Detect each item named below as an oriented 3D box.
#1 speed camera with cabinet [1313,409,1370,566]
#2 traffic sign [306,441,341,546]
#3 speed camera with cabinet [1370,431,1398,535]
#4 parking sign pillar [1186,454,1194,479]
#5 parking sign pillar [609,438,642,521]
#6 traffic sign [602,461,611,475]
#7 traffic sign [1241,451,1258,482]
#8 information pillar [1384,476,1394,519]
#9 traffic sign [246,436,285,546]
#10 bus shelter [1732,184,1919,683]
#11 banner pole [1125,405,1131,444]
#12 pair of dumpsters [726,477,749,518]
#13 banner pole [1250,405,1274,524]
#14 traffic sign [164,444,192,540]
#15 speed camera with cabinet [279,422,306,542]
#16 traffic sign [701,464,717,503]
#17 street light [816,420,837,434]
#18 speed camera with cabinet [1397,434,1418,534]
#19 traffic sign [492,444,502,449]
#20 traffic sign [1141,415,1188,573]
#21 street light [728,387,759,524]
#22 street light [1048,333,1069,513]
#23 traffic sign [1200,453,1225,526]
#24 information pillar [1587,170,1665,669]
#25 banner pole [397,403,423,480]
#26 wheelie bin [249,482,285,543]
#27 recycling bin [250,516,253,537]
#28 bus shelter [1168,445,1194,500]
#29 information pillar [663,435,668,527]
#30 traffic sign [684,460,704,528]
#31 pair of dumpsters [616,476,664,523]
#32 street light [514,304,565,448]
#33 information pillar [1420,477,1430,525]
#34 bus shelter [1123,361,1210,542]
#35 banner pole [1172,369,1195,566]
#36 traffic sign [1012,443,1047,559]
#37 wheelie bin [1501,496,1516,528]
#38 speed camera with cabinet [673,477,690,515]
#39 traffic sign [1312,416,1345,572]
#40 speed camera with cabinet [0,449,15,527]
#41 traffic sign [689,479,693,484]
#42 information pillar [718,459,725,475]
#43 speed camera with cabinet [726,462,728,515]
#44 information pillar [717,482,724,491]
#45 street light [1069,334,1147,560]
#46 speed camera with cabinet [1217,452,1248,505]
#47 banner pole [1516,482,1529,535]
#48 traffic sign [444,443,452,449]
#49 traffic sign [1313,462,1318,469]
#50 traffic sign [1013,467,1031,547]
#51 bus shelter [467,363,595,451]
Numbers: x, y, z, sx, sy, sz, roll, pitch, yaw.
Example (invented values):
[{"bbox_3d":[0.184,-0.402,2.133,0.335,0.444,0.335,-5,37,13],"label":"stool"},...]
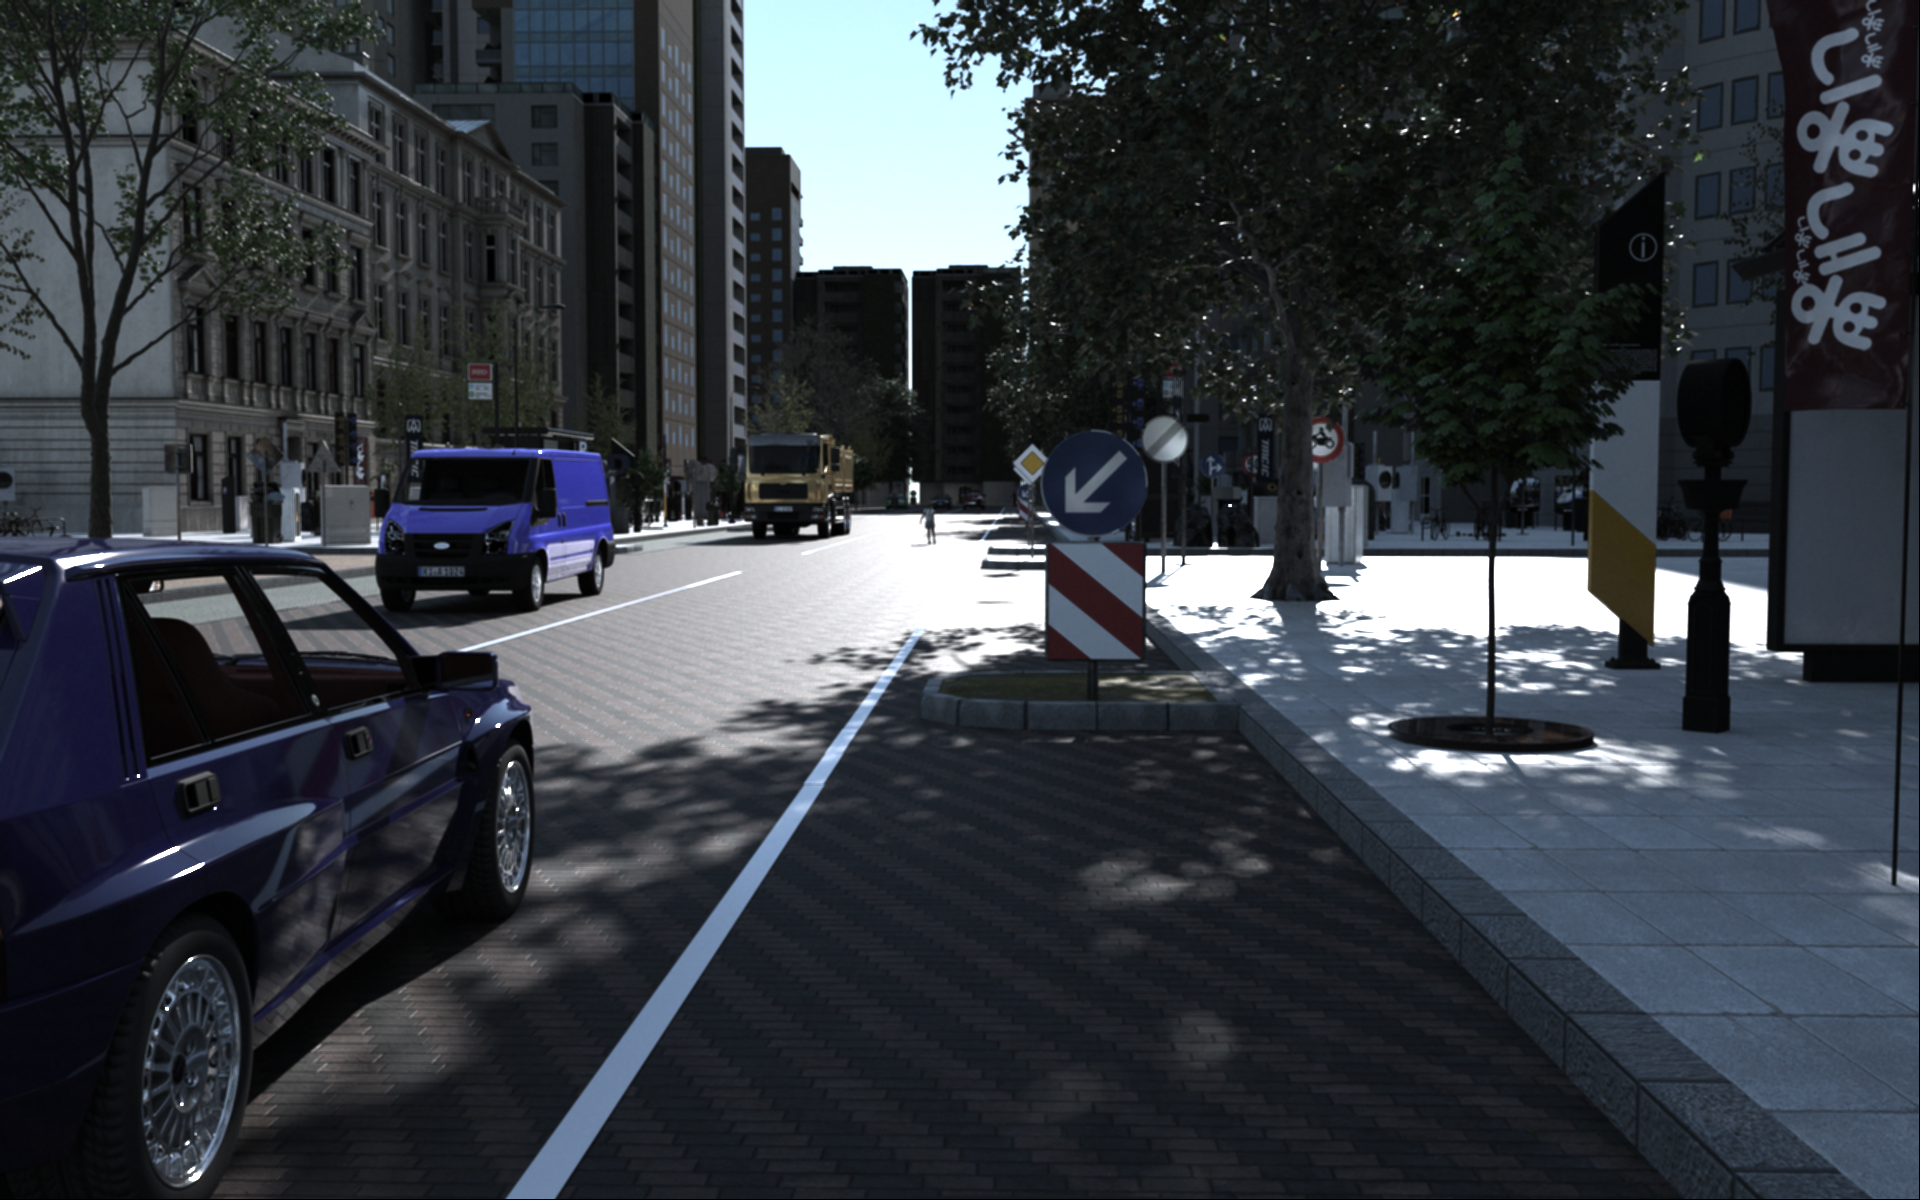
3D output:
[{"bbox_3d":[6.925,-2.277,31.573,0.660,3.252,2.038,1,4,21],"label":"speed camera with cabinet"},{"bbox_3d":[-15.559,-2.589,42.331,0.884,2.594,0.081,0,4,7],"label":"traffic sign"},{"bbox_3d":[12.521,-3.632,53.727,2.038,3.252,0.660,-2,4,-34],"label":"speed camera with cabinet"},{"bbox_3d":[15.395,-7.843,116.708,1.447,3.967,1.447,0,4,-6],"label":"parking sign pillar"},{"bbox_3d":[-16.231,-5.791,83.158,1.447,3.967,1.447,2,4,24],"label":"parking sign pillar"},{"bbox_3d":[-8.963,-2.377,42.501,0.795,2.450,0.064,0,4,2],"label":"traffic sign"},{"bbox_3d":[8.781,-3.158,51.736,0.768,2.556,0.104,0,4,7],"label":"traffic sign"},{"bbox_3d":[17.348,-4.010,70.051,0.304,2.012,0.304,-3,5,-43],"label":"information pillar"},{"bbox_3d":[-13.778,-2.030,34.373,0.795,2.450,0.064,0,4,6],"label":"traffic sign"},{"bbox_3d":[6.263,-0.938,9.252,2.014,3.302,5.546,0,4,2],"label":"bus shelter"},{"bbox_3d":[4.167,-3.223,42.709,0.863,3.779,0.401,-1,4,-9],"label":"banner pole"},{"bbox_3d":[-11.822,-5.609,94.200,1.574,2.255,4.437,0,4,2],"label":"pair of dumpsters"},{"bbox_3d":[8.184,-3.503,47.287,0.863,3.779,0.401,-1,4,-11],"label":"banner pole"},{"bbox_3d":[-16.069,-2.048,35.614,0.606,2.300,0.079,1,4,9],"label":"traffic sign"},{"bbox_3d":[-18.276,-3.233,47.198,0.660,3.252,2.038,-1,4,-12],"label":"speed camera with cabinet"},{"bbox_3d":[-10.496,-4.412,72.245,0.768,2.556,0.104,0,4,5],"label":"traffic sign"},{"bbox_3d":[-8.382,-8.285,108.007,1.470,5.913,1.316,0,4,2],"label":"street light"},{"bbox_3d":[14.215,-3.758,55.786,0.660,3.252,2.038,0,4,2],"label":"speed camera with cabinet"},{"bbox_3d":[-9.212,-1.889,34.520,0.795,2.450,0.064,0,4,2],"label":"traffic sign"},{"bbox_3d":[3.318,-1.717,28.180,0.768,2.556,0.104,0,4,3],"label":"traffic sign"},{"bbox_3d":[-9.394,-6.283,75.263,1.470,5.913,1.316,0,4,2],"label":"street light"},{"bbox_3d":[3.362,-4.736,49.978,1.470,5.913,1.316,0,4,2],"label":"street light"},{"bbox_3d":[7.882,-3.302,54.101,0.768,2.556,0.104,0,4,6],"label":"traffic sign"},{"bbox_3d":[4.873,-1.303,12.656,0.504,3.616,0.183,0,4,1],"label":"information pillar"},{"bbox_3d":[-15.277,-3.547,48.013,0.863,3.779,0.401,-2,4,-31],"label":"banner pole"},{"bbox_3d":[-18.033,-2.272,45.063,0.980,1.594,0.693,0,4,4],"label":"wheelie bin"},{"bbox_3d":[-20.787,-2.410,51.951,0.722,1.027,0.722,3,4,36],"label":"recycling bin"},{"bbox_3d":[7.344,-4.290,64.066,2.014,3.302,5.546,0,4,2],"label":"bus shelter"},{"bbox_3d":[-11.574,-4.685,67.949,0.183,3.616,0.504,-1,4,-8],"label":"information pillar"},{"bbox_3d":[-9.959,-3.961,64.873,0.768,2.556,0.104,0,4,4],"label":"traffic sign"},{"bbox_3d":[-14.275,-4.548,76.857,1.574,2.255,4.437,0,4,2],"label":"pair of dumpsters"},{"bbox_3d":[-10.348,-4.280,42.517,1.470,5.913,1.316,0,4,2],"label":"street light"},{"bbox_3d":[19.617,-4.191,73.010,0.304,2.012,0.304,0,4,-8],"label":"information pillar"},{"bbox_3d":[5.623,-4.397,49.525,2.179,5.291,8.768,0,4,2],"label":"bus shelter"},{"bbox_3d":[3.920,-2.498,30.854,0.401,3.779,0.863,2,4,27],"label":"banner pole"},{"bbox_3d":[1.427,-1.867,34.169,0.795,2.450,0.064,0,4,2],"label":"traffic sign"},{"bbox_3d":[21.034,-3.557,66.058,0.693,1.594,0.980,0,4,3],"label":"wheelie bin"},{"bbox_3d":[-17.197,-6.888,106.953,0.660,3.252,2.038,-1,4,-23],"label":"speed camera with cabinet"},{"bbox_3d":[5.907,-1.730,28.397,0.768,2.556,0.104,1,4,9],"label":"traffic sign"},{"bbox_3d":[-31.700,-3.764,55.883,2.038,3.252,0.660,-3,5,-42],"label":"speed camera with cabinet"},{"bbox_3d":[-14.230,-5.683,93.029,0.768,2.556,0.104,0,4,8],"label":"traffic sign"},{"bbox_3d":[-15.924,-7.609,115.755,0.504,3.616,0.183,-3,5,-44],"label":"information pillar"},{"bbox_3d":[-13.775,-6.953,108.015,2.038,3.252,0.660,1,4,18],"label":"speed camera with cabinet"},{"bbox_3d":[-12.582,-5.303,91.193,0.304,2.012,0.304,2,4,33],"label":"information pillar"},{"bbox_3d":[2.942,-3.744,33.752,1.470,5.913,1.316,0,4,2],"label":"street light"},{"bbox_3d":[13.164,-5.348,81.776,2.038,3.252,0.660,0,4,4],"label":"speed camera with cabinet"},{"bbox_3d":[17.752,-3.943,54.478,0.401,3.779,0.863,1,4,12],"label":"banner pole"},{"bbox_3d":[-12.950,-2.680,43.826,0.884,2.594,0.081,1,4,8],"label":"traffic sign"},{"bbox_3d":[6.030,-1.732,30.452,0.606,2.300,0.079,1,4,10],"label":"traffic sign"},{"bbox_3d":[1.676,-2.355,42.150,0.795,2.450,0.064,0,4,2],"label":"traffic sign"},{"bbox_3d":[-13.870,-4.771,55.643,2.179,5.291,8.768,0,4,2],"label":"bus shelter"}]
